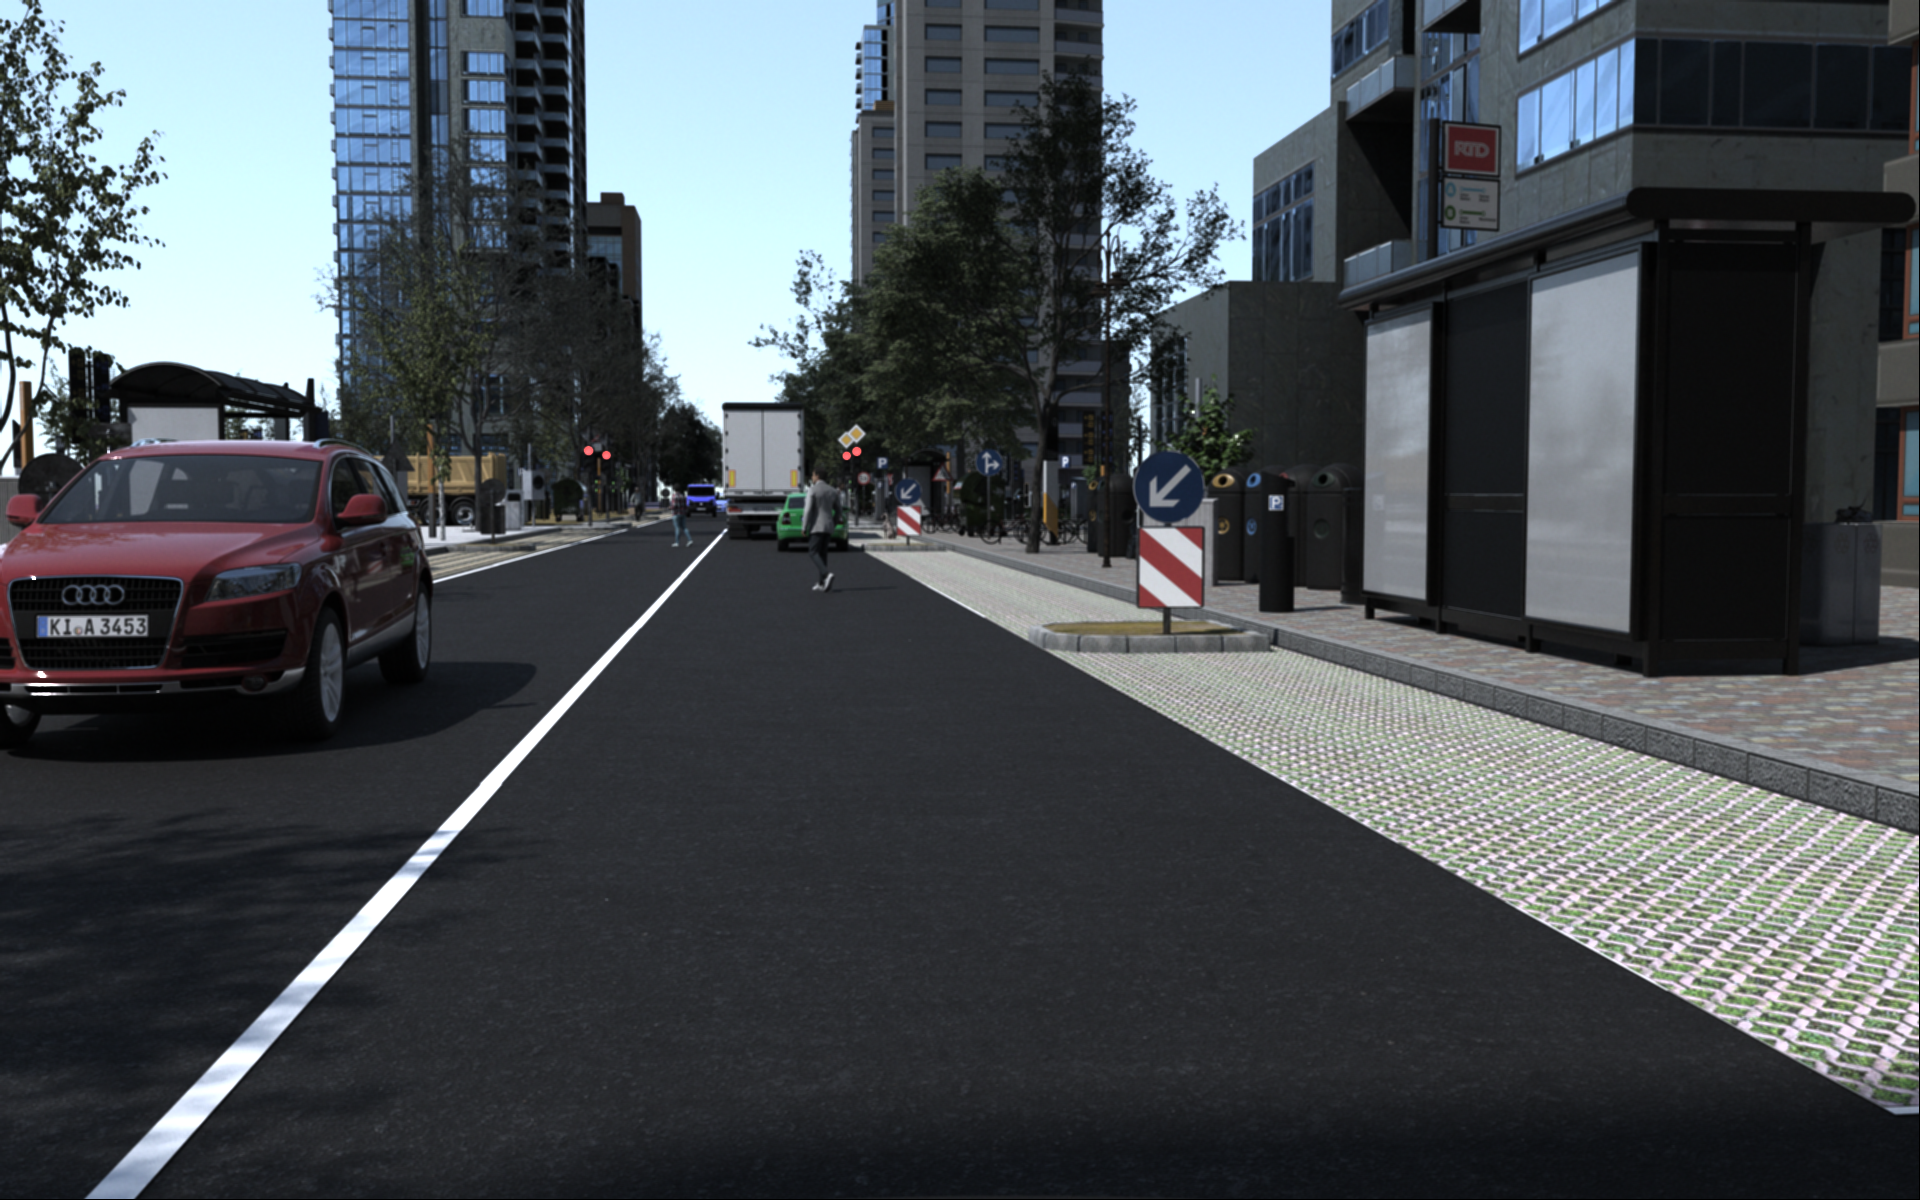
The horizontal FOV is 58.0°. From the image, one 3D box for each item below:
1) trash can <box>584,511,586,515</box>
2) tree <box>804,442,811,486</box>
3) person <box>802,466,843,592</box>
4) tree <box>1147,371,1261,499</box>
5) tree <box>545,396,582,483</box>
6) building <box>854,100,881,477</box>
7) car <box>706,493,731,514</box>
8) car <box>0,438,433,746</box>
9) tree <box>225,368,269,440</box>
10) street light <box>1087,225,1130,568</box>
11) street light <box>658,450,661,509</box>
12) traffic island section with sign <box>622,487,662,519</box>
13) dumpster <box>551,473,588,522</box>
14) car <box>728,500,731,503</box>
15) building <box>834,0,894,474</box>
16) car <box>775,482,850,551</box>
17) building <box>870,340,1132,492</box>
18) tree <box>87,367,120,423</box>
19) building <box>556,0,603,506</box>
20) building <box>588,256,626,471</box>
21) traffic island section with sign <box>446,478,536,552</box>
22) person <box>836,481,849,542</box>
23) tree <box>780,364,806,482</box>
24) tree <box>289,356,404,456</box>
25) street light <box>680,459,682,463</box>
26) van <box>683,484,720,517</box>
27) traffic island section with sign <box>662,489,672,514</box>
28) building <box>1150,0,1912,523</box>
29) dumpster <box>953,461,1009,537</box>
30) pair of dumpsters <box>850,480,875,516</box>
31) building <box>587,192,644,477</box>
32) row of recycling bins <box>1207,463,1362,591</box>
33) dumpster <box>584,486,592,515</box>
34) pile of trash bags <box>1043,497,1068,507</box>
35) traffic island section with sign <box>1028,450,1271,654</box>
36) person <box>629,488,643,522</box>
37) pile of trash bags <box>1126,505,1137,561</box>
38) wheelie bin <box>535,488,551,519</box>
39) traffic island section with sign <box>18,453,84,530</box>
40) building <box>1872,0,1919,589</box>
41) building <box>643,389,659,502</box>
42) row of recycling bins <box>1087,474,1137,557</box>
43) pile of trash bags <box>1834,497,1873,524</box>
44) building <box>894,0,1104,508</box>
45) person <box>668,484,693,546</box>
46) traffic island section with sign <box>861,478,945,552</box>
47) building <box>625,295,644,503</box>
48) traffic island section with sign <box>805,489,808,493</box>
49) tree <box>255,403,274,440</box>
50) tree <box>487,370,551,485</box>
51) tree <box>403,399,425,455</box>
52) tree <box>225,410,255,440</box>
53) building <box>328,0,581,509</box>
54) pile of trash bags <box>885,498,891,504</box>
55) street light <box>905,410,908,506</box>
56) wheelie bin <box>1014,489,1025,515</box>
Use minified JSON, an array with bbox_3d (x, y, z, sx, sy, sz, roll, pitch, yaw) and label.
[{"bbox_3d":[-23.014,-5.763,105.876,0.748,1.137,0.748,0,3,0],"label":"trash can"},{"bbox_3d":[-27.295,-23.030,294.668,7.486,12.596,7.792,0,3,0],"label":"tree"},{"bbox_3d":[-1.999,-1.052,25.539,0.661,1.843,0.795,-3,4,-39],"label":"person"},{"bbox_3d":[4.001,-2.003,27.349,1.663,3.219,1.824,0,3,0],"label":"tree"},{"bbox_3d":[-28.071,-10.376,120.006,4.737,8.622,4.395,0,3,0],"label":"tree"},{"bbox_3d":[-5.591,-44.325,266.713,21.231,58.520,28.212,0,4,-7],"label":"building"},{"bbox_3d":[-17.678,-7.122,126.042,1.945,1.707,3.694,-1,4,-8],"label":"car"},{"bbox_3d":[-4.896,-0.181,11.634,2.281,1.827,5.304,0,4,-8],"label":"car"},{"bbox_3d":[-42.900,-9.270,101.921,4.737,8.622,4.395,0,3,0],"label":"tree"},{"bbox_3d":[2.567,-3.506,30.111,0.468,5.910,1.993,0,4,-7],"label":"street light"},{"bbox_3d":[-26.518,-11.028,153.094,0.468,5.910,1.993,0,4,-7],"label":"street light"},{"bbox_3d":[-18.084,-5.477,98.183,1.989,1.847,2.006,0,4,-7],"label":"traffic island section with sign"},{"bbox_3d":[-18.051,-4.739,79.969,1.502,2.255,1.985,0,4,-6],"label":"dumpster"},{"bbox_3d":[-24.590,-10.719,187.843,1.945,1.354,3.894,0,4,-5],"label":"car"},{"bbox_3d":[-9.883,-60.128,295.769,22.319,86.520,31.000,0,4,-7],"label":"building"},{"bbox_3d":[-3.808,-2.196,44.700,1.959,1.807,4.718,0,4,-5],"label":"car"},{"bbox_3d":[3.953,-22.185,207.757,27.650,21.520,28.899,0,4,-7],"label":"building"},{"bbox_3d":[-47.080,-8.995,97.432,4.360,8.622,3.978,0,3,0],"label":"tree"},{"bbox_3d":[-49.290,-45.912,188.906,20.563,71.187,20.611,0,4,-7],"label":"building"},{"bbox_3d":[-48.260,-26.667,207.711,14.160,30.474,14.107,0,4,-7],"label":"building"},{"bbox_3d":[-11.719,-2.129,43.431,1.989,1.847,2.006,0,4,-7],"label":"traffic island section with sign"},{"bbox_3d":[-3.659,-2.635,51.691,0.679,1.850,0.850,-3,5,-44],"label":"person"},{"bbox_3d":[-11.776,-15.409,158.594,9.857,13.997,8.962,0,3,0],"label":"tree"},{"bbox_3d":[-32.097,-8.521,89.679,4.360,8.622,3.978,0,3,0],"label":"tree"},{"bbox_3d":[-31.065,-13.456,192.788,0.468,5.910,1.993,0,4,-7],"label":"street light"},{"bbox_3d":[-16.131,-6.336,107.981,2.240,2.365,5.245,-1,4,-8],"label":"van"},{"bbox_3d":[-21.212,-7.131,125.216,1.989,1.847,2.006,0,4,-7],"label":"traffic island section with sign"},{"bbox_3d":[19.756,-44.869,46.286,22.319,86.520,31.000,0,4,-7],"label":"building"},{"bbox_3d":[0.640,-3.044,52.265,1.502,2.255,1.985,0,4,-6],"label":"dumpster"},{"bbox_3d":[-5.783,-6.295,105.417,1.574,2.255,4.437,0,4,-7],"label":"pair of dumpsters"},{"bbox_3d":[-55.100,-37.306,260.055,14.600,45.320,14.200,0,4,-7],"label":"building"},{"bbox_3d":[4.643,-1.070,24.615,1.069,1.692,3.534,-1,4,-22],"label":"row of recycling bins"},{"bbox_3d":[-22.874,-6.027,104.296,1.264,1.857,1.865,0,4,-7],"label":"dumpster"},{"bbox_3d":[7.055,-7.090,125.674,1.912,1.369,3.447,-1,4,-20],"label":"pile of trash bags"},{"bbox_3d":[1.699,-0.476,16.417,1.989,1.847,2.006,0,4,-7],"label":"traffic island section with sign"},{"bbox_3d":[-16.815,-4.941,89.771,0.515,1.767,0.782,3,5,42],"label":"person"},{"bbox_3d":[4.945,-1.470,33.784,3.447,1.369,1.912,1,4,8],"label":"pile of trash bags"},{"bbox_3d":[-21.134,-4.880,87.697,0.693,1.594,0.980,-3,5,-44],"label":"wheelie bin"},{"bbox_3d":[-8.541,-0.451,16.000,1.989,1.847,2.006,0,4,-7],"label":"traffic island section with sign"},{"bbox_3d":[28.284,-10.158,11.124,27.650,21.520,28.899,0,4,-7],"label":"building"},{"bbox_3d":[-63.977,-26.717,281.860,27.650,21.520,28.899,0,4,-7],"label":"building"},{"bbox_3d":[3.298,-1.815,36.786,1.069,1.692,3.534,0,4,0],"label":"row of recycling bins"},{"bbox_3d":[16.093,-1.225,29.776,1.912,1.369,3.447,3,5,41],"label":"pile of trash bags"},{"bbox_3d":[3.794,-38.894,177.917,21.231,58.520,28.212,0,4,-7],"label":"building"},{"bbox_3d":[-7.679,-2.333,47.484,0.643,1.720,0.563,3,4,37],"label":"person"},{"bbox_3d":[-1.474,-2.147,43.735,1.989,1.847,2.006,0,4,-7],"label":"traffic island section with sign"},{"bbox_3d":[-52.767,-29.043,246.556,14.160,30.474,14.107,0,4,-7],"label":"building"},{"bbox_3d":[-11.105,-7.220,126.668,1.989,1.847,2.006,0,4,-7],"label":"traffic island section with sign"},{"bbox_3d":[-50.557,-10.889,128.398,4.360,8.622,3.978,0,3,0],"label":"tree"},{"bbox_3d":[-25.765,-9.276,102.030,4.360,8.622,3.978,0,3,0],"label":"tree"},{"bbox_3d":[-32.290,-9.023,97.895,4.360,8.622,3.978,0,3,0],"label":"tree"},{"bbox_3d":[-47.377,-9.648,108.114,4.360,8.622,3.978,0,3,0],"label":"tree"},{"bbox_3d":[-46.981,-51.966,162.314,22.319,86.520,31.000,0,4,-7],"label":"building"},{"bbox_3d":[-6.352,-8.112,142.387,3.447,1.369,1.912,0,4,-4],"label":"pile of trash bags"},{"bbox_3d":[-2.140,-5.899,69.228,0.468,5.910,1.993,0,4,-7],"label":"street light"},{"bbox_3d":[3.639,-6.044,106.730,0.693,1.594,0.980,-1,4,-17],"label":"wheelie bin"}]
